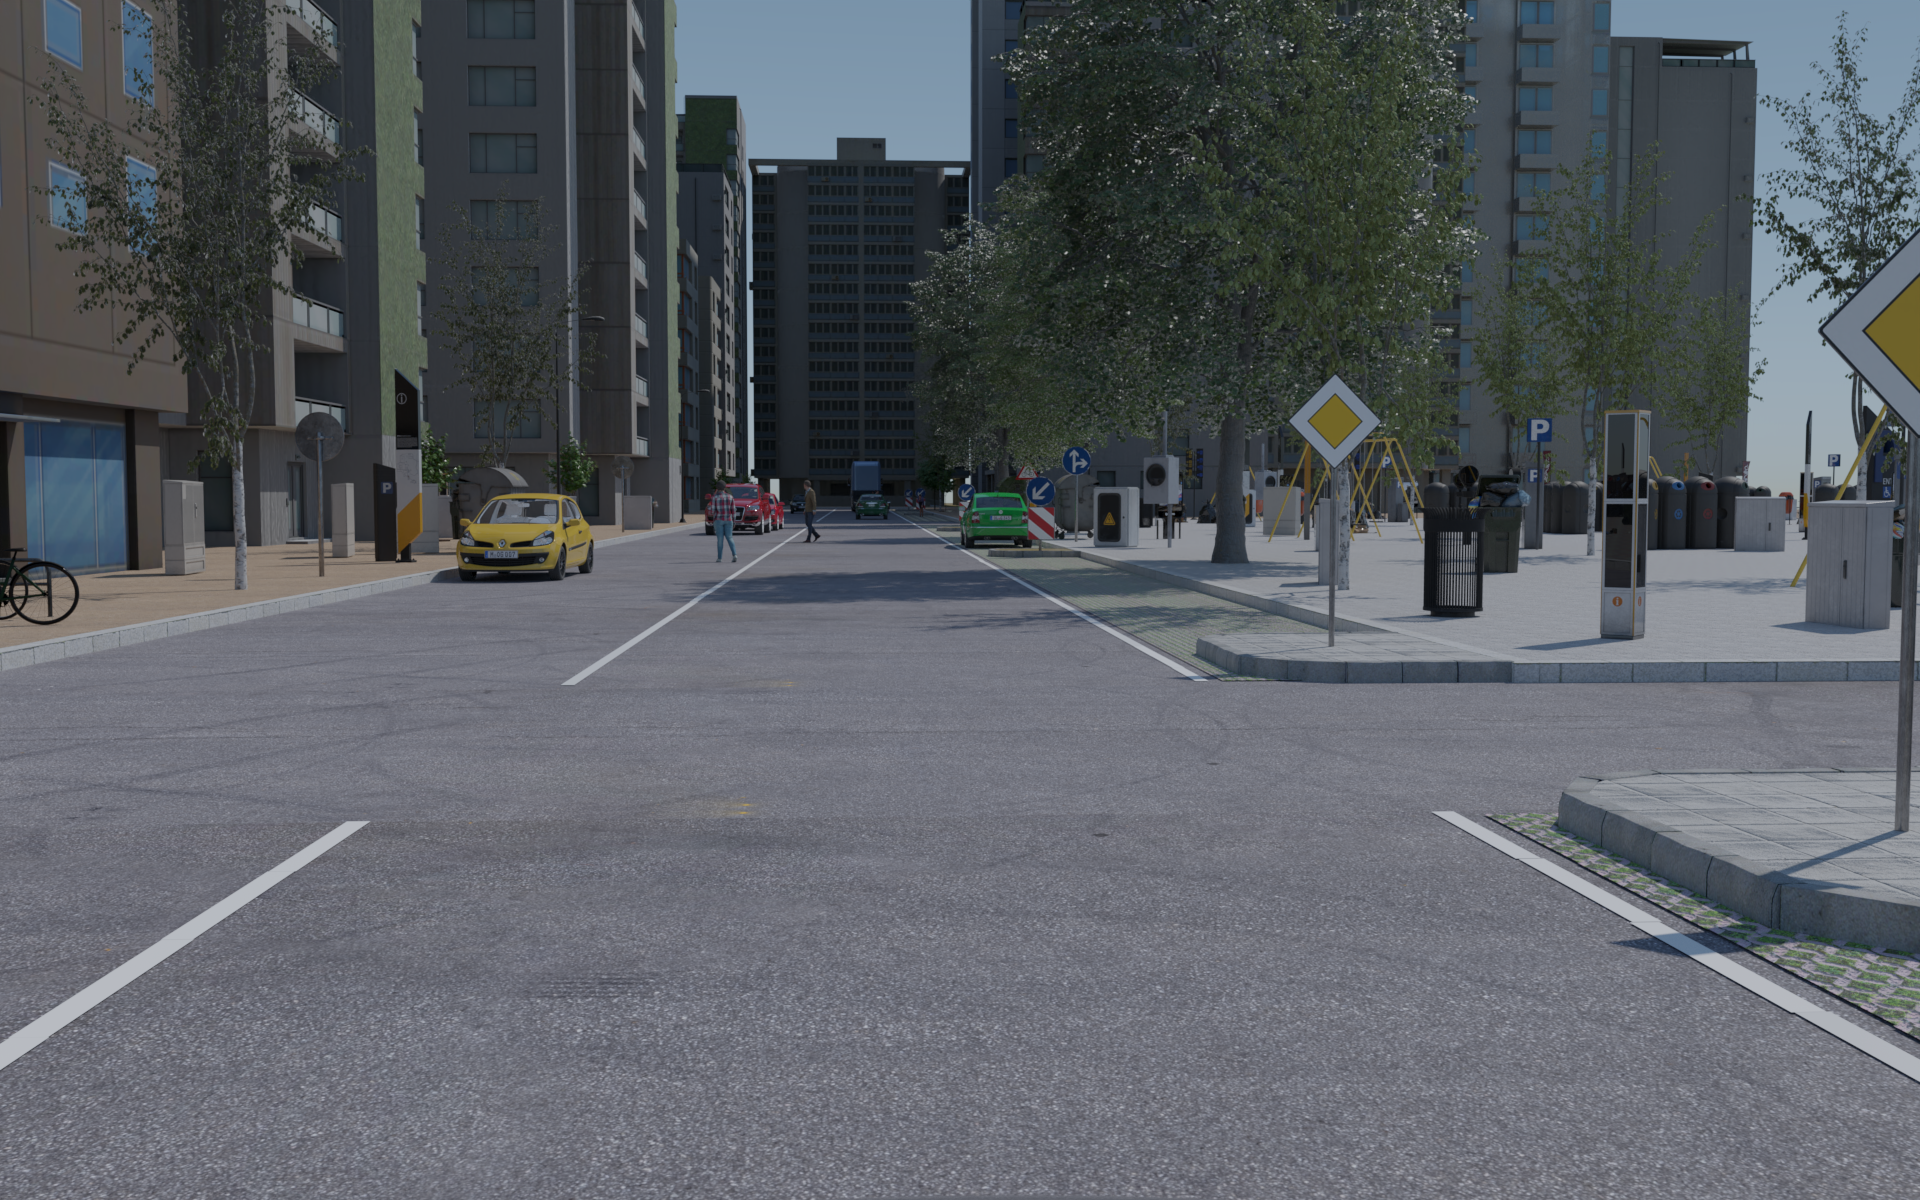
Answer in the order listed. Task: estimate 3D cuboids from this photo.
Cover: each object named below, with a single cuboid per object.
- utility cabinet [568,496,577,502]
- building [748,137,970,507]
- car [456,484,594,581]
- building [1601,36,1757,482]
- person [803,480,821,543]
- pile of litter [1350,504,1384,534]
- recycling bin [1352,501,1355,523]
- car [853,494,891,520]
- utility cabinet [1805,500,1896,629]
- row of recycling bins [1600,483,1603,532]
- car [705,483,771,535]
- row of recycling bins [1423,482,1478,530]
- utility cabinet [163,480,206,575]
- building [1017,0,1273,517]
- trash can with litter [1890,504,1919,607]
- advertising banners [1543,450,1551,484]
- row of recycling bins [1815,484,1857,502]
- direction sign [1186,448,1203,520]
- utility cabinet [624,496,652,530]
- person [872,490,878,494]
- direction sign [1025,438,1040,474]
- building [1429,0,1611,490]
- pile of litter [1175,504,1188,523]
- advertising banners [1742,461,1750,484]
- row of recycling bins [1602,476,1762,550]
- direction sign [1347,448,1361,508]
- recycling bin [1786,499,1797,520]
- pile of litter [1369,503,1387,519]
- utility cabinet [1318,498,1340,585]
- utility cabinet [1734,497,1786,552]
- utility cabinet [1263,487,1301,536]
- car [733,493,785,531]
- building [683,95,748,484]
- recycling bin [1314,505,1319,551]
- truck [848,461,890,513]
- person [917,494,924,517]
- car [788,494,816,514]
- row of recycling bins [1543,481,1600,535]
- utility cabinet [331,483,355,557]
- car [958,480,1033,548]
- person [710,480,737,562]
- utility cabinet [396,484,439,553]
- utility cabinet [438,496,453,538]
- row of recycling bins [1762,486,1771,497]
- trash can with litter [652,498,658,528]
[{"bbox_3d":[-10.915,-2.266,48.219,0.306,1.237,1.020,-1,4,-23],"label":"utility cabinet"},{"bbox_3d":[-10.900,-30.553,191.422,23.993,40.220,32.217,0,4,-3],"label":"building"},{"bbox_3d":[-7.463,-1.203,29.890,2.015,1.641,3.980,0,4,-2],"label":"car"},{"bbox_3d":[62.563,-29.084,159.116,14.086,41.232,14.154,0,4,-3],"label":"building"},{"bbox_3d":[-4.452,-2.629,51.393,0.656,1.842,0.836,2,4,34],"label":"person"},{"bbox_3d":[12.850,-2.611,56.659,1.719,0.858,1.176,0,4,2],"label":"pile of litter"},{"bbox_3d":[13.798,-3.057,62.530,0.722,1.027,0.722,0,4,-7],"label":"recycling bin"},{"bbox_3d":[-5.016,-5.313,98.658,2.131,1.459,4.920,0,4,-2],"label":"car"},{"bbox_3d":[8.669,-0.352,16.918,0.306,1.237,1.020,0,4,-3],"label":"utility cabinet"},{"bbox_3d":[22.282,-3.113,58.004,1.069,1.692,3.534,-2,4,-24],"label":"row of recycling bins"},{"bbox_3d":[-7.941,-3.277,62.257,2.281,1.827,5.304,0,4,-2],"label":"car"},{"bbox_3d":[18.064,-3.349,61.866,3.534,1.692,1.069,-2,4,-28],"label":"row of recycling bins"},{"bbox_3d":[-12.382,-1.162,27.681,0.318,1.500,1.173,-1,4,-9],"label":"utility cabinet"},{"bbox_3d":[10.226,-20.305,103.685,14.160,30.474,14.107,0,4,-3],"label":"building"},{"bbox_3d":[10.455,-0.520,19.897,0.624,1.170,1.055,-2,4,-29],"label":"trash can with litter"},{"bbox_3d":[23.811,-4.447,68.904,0.090,3.025,2.074,-1,4,-18],"label":"advertising banners"},{"bbox_3d":[35.586,-3.791,69.095,3.534,1.692,1.069,-2,4,-24],"label":"row of recycling bins"},{"bbox_3d":[11.639,-5.751,86.027,0.876,3.537,0.379,1,4,19],"label":"direction sign"},{"bbox_3d":[-11.609,-3.126,62.274,1.020,1.237,0.306,0,4,-2],"label":"utility cabinet"},{"bbox_3d":[-5.902,-6.903,122.171,0.445,1.727,0.742,1,4,17],"label":"person"},{"bbox_3d":[2.885,-4.707,68.953,0.379,3.537,0.876,-3,5,-40],"label":"direction sign"},{"bbox_3d":[40.391,-32.618,152.916,30.456,49.044,23.786,0,4,-3],"label":"building"},{"bbox_3d":[9.763,-3.926,78.161,1.176,0.858,1.719,1,4,19],"label":"pile of litter"},{"bbox_3d":[40.776,-5.810,91.189,2.074,3.025,0.090,-1,4,-20],"label":"advertising banners"},{"bbox_3d":[16.834,-2.035,40.384,3.534,1.692,1.069,-1,4,-21],"label":"row of recycling bins"},{"bbox_3d":[13.775,-4.221,61.016,0.379,3.537,0.876,-2,4,-32],"label":"direction sign"},{"bbox_3d":[40.545,-4.426,84.917,0.722,1.027,0.722,3,5,42],"label":"recycling bin"},{"bbox_3d":[21.023,-4.588,88.979,1.719,0.858,1.176,2,4,23],"label":"pile of litter"},{"bbox_3d":[5.311,-0.837,24.847,0.306,1.237,1.020,1,4,13],"label":"utility cabinet"},{"bbox_3d":[17.946,-1.694,38.860,1.020,1.237,0.306,1,4,20],"label":"utility cabinet"},{"bbox_3d":[9.881,-2.719,53.140,1.173,1.500,0.318,3,5,45],"label":"utility cabinet"},{"bbox_3d":[-8.015,-3.659,68.861,2.155,1.783,4.494,0,4,-2],"label":"car"},{"bbox_3d":[-29.553,-30.419,180.947,14.086,41.232,14.154,0,4,-3],"label":"building"},{"bbox_3d":[8.377,-1.623,39.088,0.722,1.027,0.722,1,4,8],"label":"recycling bin"},{"bbox_3d":[-7.212,-9.004,136.967,2.967,4.110,18.799,0,4,-5],"label":"truck"},{"bbox_3d":[-2.438,-5.913,108.415,0.421,1.427,0.697,1,4,13],"label":"person"},{"bbox_3d":[-11.551,-7.154,126.752,2.009,1.686,4.222,0,4,-5],"label":"car"},{"bbox_3d":[19.746,-3.027,56.610,1.069,1.692,3.534,0,4,4],"label":"row of recycling bins"},{"bbox_3d":[-12.577,-1.627,35.278,0.318,1.500,1.173,-1,4,-13],"label":"utility cabinet"},{"bbox_3d":[0.952,-2.335,46.975,1.959,1.807,4.718,0,4,-3],"label":"car"},{"bbox_3d":[-4.976,-1.657,36.428,0.563,1.720,0.643,-2,4,-27],"label":"person"},{"bbox_3d":[-11.842,-1.747,37.237,1.173,1.500,0.318,-2,4,-29],"label":"utility cabinet"},{"bbox_3d":[-15.069,-2.415,50.649,1.020,1.237,0.306,-1,4,-23],"label":"utility cabinet"},{"bbox_3d":[39.902,-4.980,88.532,1.069,1.692,3.534,-2,4,-25],"label":"row of recycling bins"},{"bbox_3d":[-11.634,-3.244,64.432,0.624,1.170,1.055,0,4,3],"label":"trash can with litter"}]
